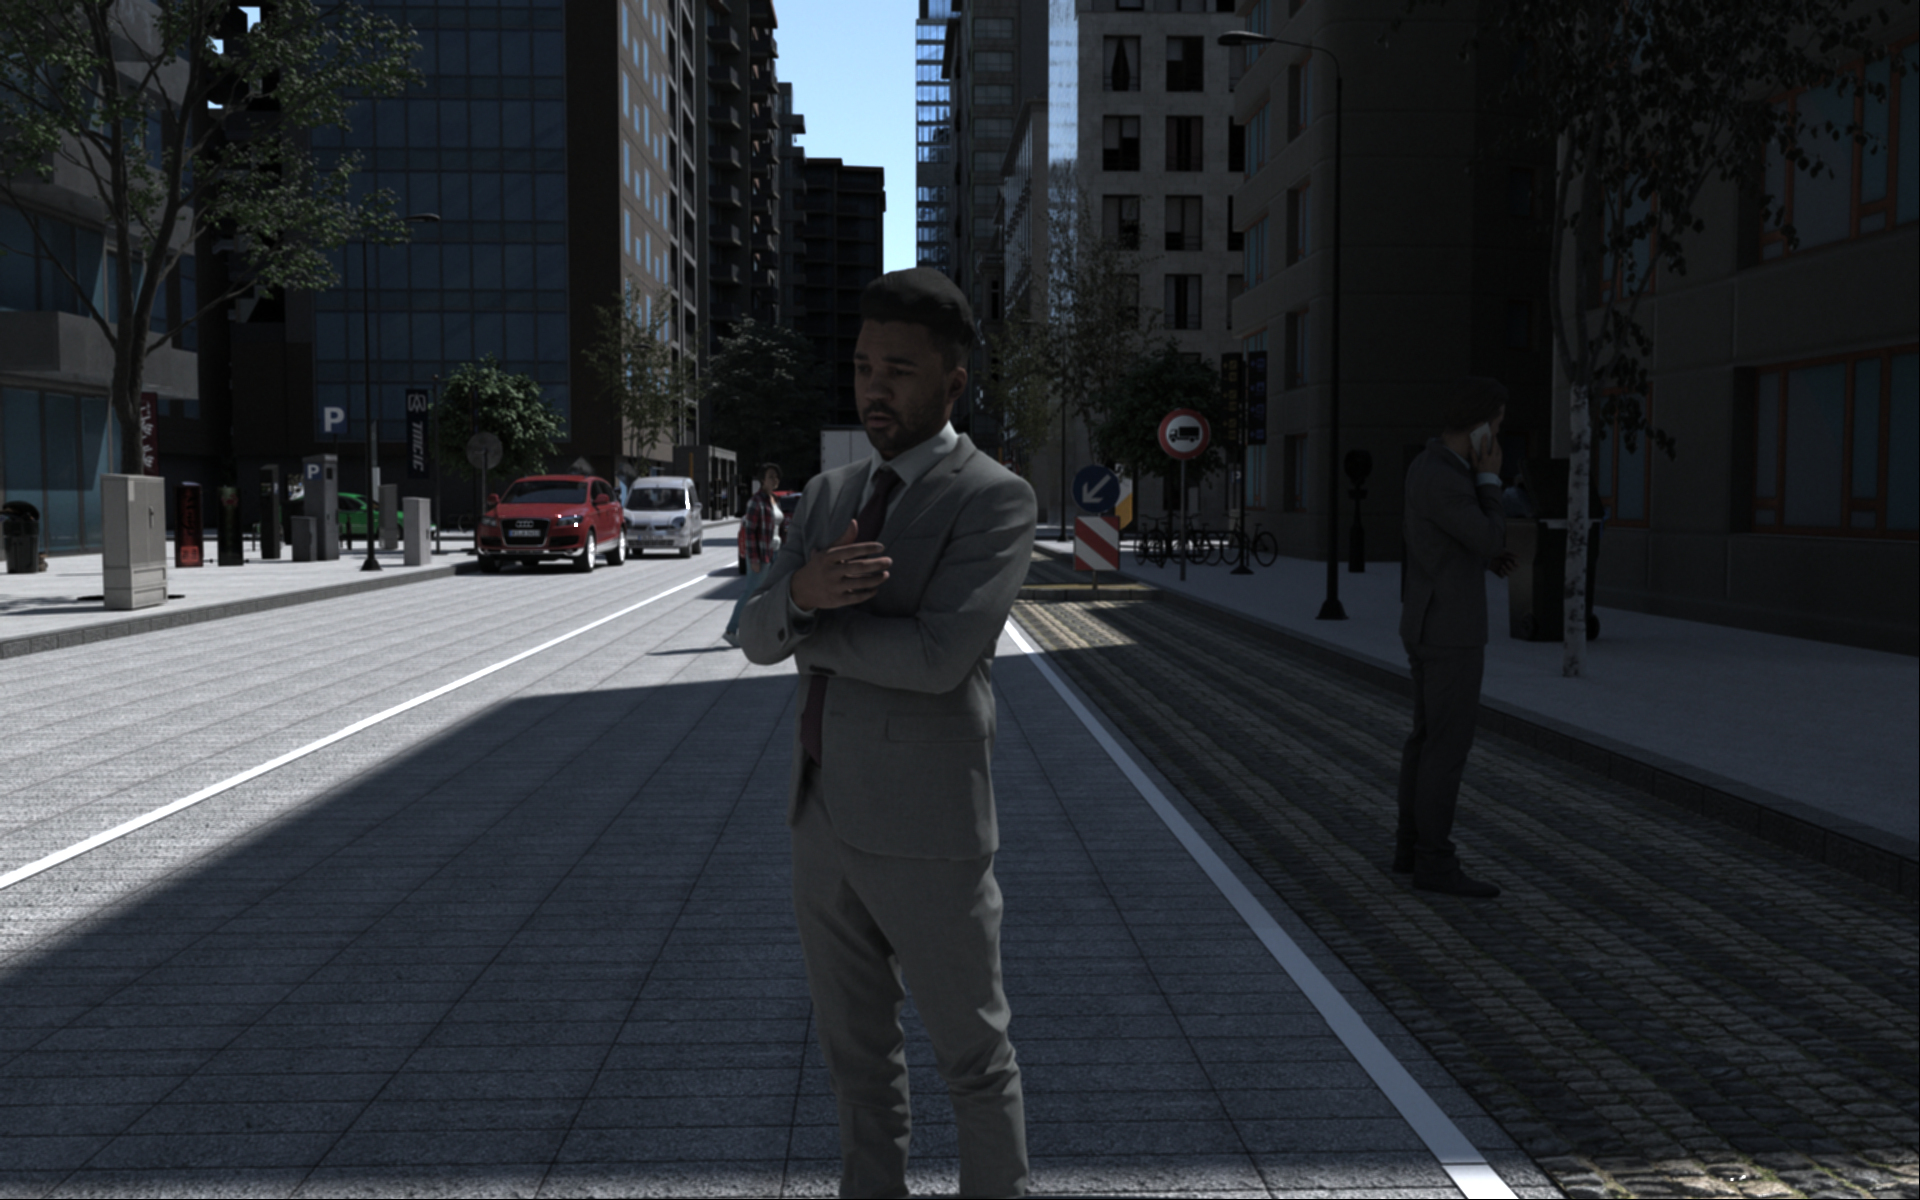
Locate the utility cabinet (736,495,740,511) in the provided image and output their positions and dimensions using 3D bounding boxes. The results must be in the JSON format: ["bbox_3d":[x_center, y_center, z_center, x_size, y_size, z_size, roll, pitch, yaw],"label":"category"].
[{"bbox_3d":[-16.514,-7.151,128.079,0.306,1.237,1.020,-1,4,-20],"label":"utility cabinet"}]

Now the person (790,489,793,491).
[{"bbox_3d":[-11.753,-6.876,121.113,0.537,1.800,0.526,1,4,11],"label":"person"}]

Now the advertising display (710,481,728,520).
[{"bbox_3d":[-12.071,-4.988,86.760,0.974,1.923,0.123,1,4,16],"label":"advertising display"}]

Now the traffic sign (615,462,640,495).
[{"bbox_3d":[-10.366,-3.082,54.030,0.795,2.450,0.064,0,4,-2],"label":"traffic sign"}]

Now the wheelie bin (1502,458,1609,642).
[{"bbox_3d":[5.183,-0.450,15.273,0.980,1.594,0.693,-1,4,-9],"label":"wheelie bin"}]

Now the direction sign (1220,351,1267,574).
[{"bbox_3d":[4.529,-2.185,27.723,0.379,3.537,0.876,-3,5,-44],"label":"direction sign"}]

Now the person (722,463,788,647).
[{"bbox_3d":[-1.875,-0.425,16.284,0.643,1.720,0.563,1,4,21],"label":"person"}]

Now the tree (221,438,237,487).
[{"bbox_3d":[-36.563,-6.223,85.454,4.285,4.588,4.351,0,3,0],"label":"tree"}]

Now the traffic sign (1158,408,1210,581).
[{"bbox_3d":[3.310,-1.562,25.642,0.768,2.556,0.104,0,4,2],"label":"traffic sign"}]

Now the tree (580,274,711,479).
[{"bbox_3d":[-10.771,-6.647,59.034,4.737,8.622,4.395,0,3,0],"label":"tree"}]

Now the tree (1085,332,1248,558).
[{"bbox_3d":[4.356,-3.154,35.288,4.285,4.588,4.351,0,3,0],"label":"tree"}]

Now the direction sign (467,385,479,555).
[{"bbox_3d":[-10.182,-2.712,36.334,0.379,3.537,0.876,-2,4,-27],"label":"direction sign"}]

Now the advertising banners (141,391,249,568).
[{"bbox_3d":[-13.454,-2.081,30.211,0.090,3.025,2.074,3,5,40],"label":"advertising banners"}]

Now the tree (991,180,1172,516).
[{"bbox_3d":[3.063,-5.500,40.284,4.360,8.622,3.978,0,3,0],"label":"tree"}]

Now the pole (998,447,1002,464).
[{"bbox_3d":[1.767,-5.013,75.811,0.158,3.312,0.155,0,3,0],"label":"pole"}]

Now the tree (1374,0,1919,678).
[{"bbox_3d":[4.546,-3.760,11.845,4.360,8.622,3.978,0,3,0],"label":"tree"}]

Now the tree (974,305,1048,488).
[{"bbox_3d":[2.685,-7.205,68.162,4.737,8.622,4.395,0,3,0],"label":"tree"}]

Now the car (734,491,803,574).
[{"bbox_3d":[-3.175,-1.434,32.484,2.155,1.783,4.494,0,4,-4],"label":"car"}]

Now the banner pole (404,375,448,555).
[{"bbox_3d":[-11.216,-2.835,36.362,0.863,3.779,0.401,-3,4,-36],"label":"banner pole"}]

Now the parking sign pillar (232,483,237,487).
[{"bbox_3d":[-49.858,-8.006,119.378,1.447,3.967,1.447,0,4,8],"label":"parking sign pillar"}]

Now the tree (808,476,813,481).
[{"bbox_3d":[-15.879,-11.707,186.015,1.663,3.219,1.824,0,3,0],"label":"tree"}]

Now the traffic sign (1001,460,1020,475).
[{"bbox_3d":[1.843,-3.953,64.745,0.768,2.556,0.104,0,4,-1],"label":"traffic sign"}]

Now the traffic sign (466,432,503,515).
[{"bbox_3d":[-9.791,-2.174,35.648,0.768,2.556,0.104,0,4,2],"label":"traffic sign"}]

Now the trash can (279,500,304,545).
[{"bbox_3d":[-16.813,-1.962,43.735,0.748,1.137,0.748,0,3,0],"label":"trash can"}]

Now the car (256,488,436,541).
[{"bbox_3d":[-17.057,-2.415,48.285,4.718,1.807,1.959,0,4,-2],"label":"car"}]

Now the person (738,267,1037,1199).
[{"bbox_3d":[-0.135,0.356,2.866,0.511,1.800,0.466,2,4,26],"label":"person"}]

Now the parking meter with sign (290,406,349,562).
[{"bbox_3d":[-12.349,-2.270,33.371,0.543,3.016,1.738,0,4,2],"label":"parking meter with sign"}]

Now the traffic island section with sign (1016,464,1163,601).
[{"bbox_3d":[1.691,-0.940,23.998,1.989,1.847,2.006,0,4,-2],"label":"traffic island section with sign"}]

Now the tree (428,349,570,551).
[{"bbox_3d":[-10.618,-3.406,39.405,4.285,4.588,4.351,0,3,0],"label":"tree"}]

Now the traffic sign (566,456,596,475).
[{"bbox_3d":[-10.066,-2.594,46.051,0.795,2.450,0.064,0,4,-2],"label":"traffic sign"}]

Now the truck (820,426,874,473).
[{"bbox_3d":[-4.499,-5.351,76.395,2.839,4.237,11.283,0,4,0],"label":"truck"}]

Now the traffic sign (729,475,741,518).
[{"bbox_3d":[-11.892,-5.466,91.501,0.606,2.300,0.079,0,4,6],"label":"traffic sign"}]

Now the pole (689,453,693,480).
[{"bbox_3d":[-13.265,-5.605,85.482,0.158,3.312,0.155,0,3,0],"label":"pole"}]

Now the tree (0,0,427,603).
[{"bbox_3d":[-9.943,-5.805,20.661,9.928,11.665,9.643,0,3,0],"label":"tree"}]

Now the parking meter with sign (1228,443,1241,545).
[{"bbox_3d":[7.023,-2.887,43.463,0.543,3.016,1.738,1,4,18],"label":"parking meter with sign"}]

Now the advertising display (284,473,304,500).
[{"bbox_3d":[-20.266,-2.922,52.985,0.123,1.923,0.974,1,4,19],"label":"advertising display"}]

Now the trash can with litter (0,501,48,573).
[{"bbox_3d":[-15.266,-1.028,28.195,0.624,1.170,1.055,-1,4,-14],"label":"trash can with litter"}]

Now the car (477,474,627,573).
[{"bbox_3d":[-7.749,-1.503,33.240,2.281,1.827,5.304,0,4,-1],"label":"car"}]

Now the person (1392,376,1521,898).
[{"bbox_3d":[1.820,0.123,6.299,0.447,1.846,0.655,0,4,1],"label":"person"}]

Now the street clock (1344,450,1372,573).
[{"bbox_3d":[6.495,-1.452,28.305,0.358,2.002,0.471,-1,4,-23],"label":"street clock"}]

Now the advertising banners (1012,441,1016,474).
[{"bbox_3d":[1.962,-3.714,56.909,0.090,3.025,2.074,-1,4,-12],"label":"advertising banners"}]

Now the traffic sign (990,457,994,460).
[{"bbox_3d":[0.821,-2.617,46.437,0.795,2.450,0.064,0,4,-2],"label":"traffic sign"}]

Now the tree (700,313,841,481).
[{"bbox_3d":[-13.592,-13.216,122.738,9.857,13.997,8.962,0,3,0],"label":"tree"}]
